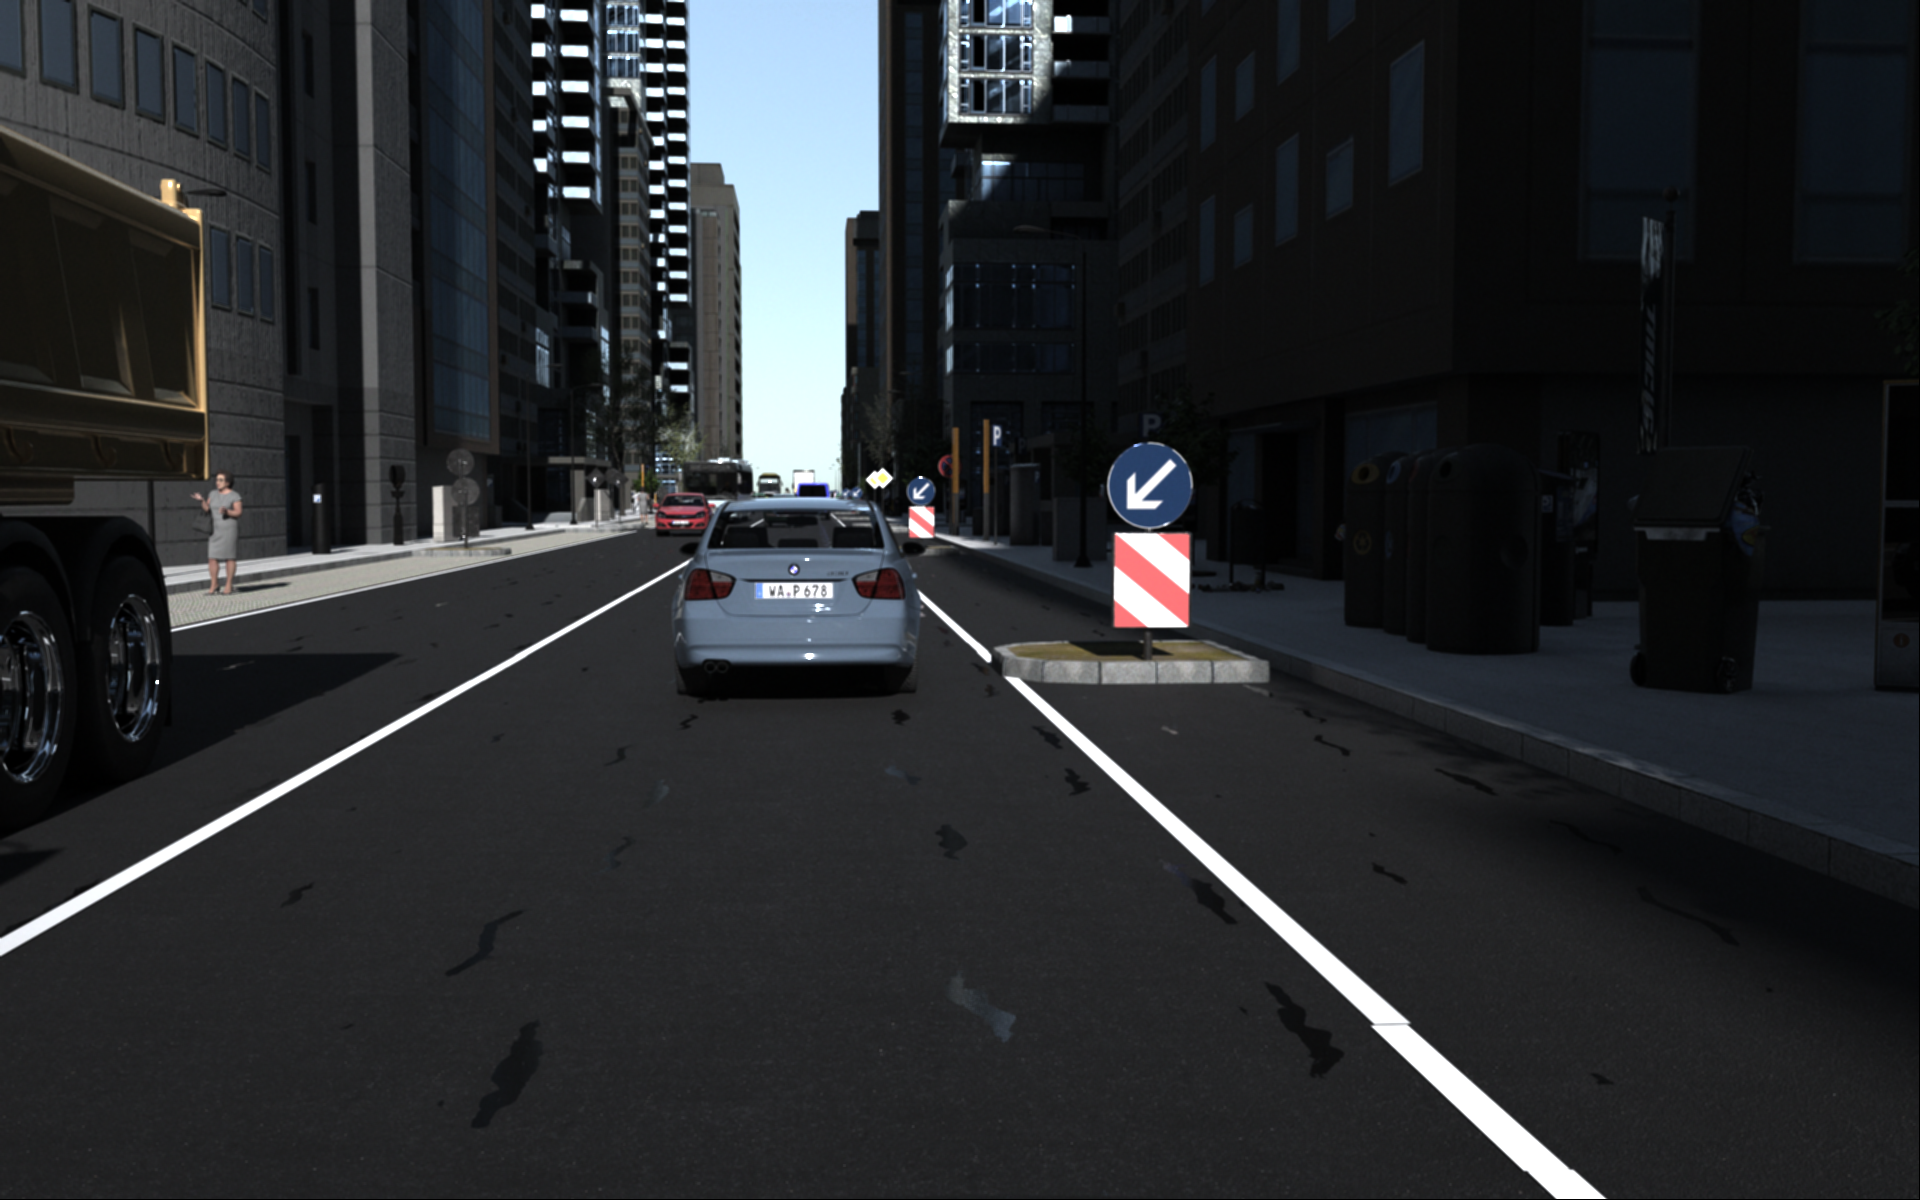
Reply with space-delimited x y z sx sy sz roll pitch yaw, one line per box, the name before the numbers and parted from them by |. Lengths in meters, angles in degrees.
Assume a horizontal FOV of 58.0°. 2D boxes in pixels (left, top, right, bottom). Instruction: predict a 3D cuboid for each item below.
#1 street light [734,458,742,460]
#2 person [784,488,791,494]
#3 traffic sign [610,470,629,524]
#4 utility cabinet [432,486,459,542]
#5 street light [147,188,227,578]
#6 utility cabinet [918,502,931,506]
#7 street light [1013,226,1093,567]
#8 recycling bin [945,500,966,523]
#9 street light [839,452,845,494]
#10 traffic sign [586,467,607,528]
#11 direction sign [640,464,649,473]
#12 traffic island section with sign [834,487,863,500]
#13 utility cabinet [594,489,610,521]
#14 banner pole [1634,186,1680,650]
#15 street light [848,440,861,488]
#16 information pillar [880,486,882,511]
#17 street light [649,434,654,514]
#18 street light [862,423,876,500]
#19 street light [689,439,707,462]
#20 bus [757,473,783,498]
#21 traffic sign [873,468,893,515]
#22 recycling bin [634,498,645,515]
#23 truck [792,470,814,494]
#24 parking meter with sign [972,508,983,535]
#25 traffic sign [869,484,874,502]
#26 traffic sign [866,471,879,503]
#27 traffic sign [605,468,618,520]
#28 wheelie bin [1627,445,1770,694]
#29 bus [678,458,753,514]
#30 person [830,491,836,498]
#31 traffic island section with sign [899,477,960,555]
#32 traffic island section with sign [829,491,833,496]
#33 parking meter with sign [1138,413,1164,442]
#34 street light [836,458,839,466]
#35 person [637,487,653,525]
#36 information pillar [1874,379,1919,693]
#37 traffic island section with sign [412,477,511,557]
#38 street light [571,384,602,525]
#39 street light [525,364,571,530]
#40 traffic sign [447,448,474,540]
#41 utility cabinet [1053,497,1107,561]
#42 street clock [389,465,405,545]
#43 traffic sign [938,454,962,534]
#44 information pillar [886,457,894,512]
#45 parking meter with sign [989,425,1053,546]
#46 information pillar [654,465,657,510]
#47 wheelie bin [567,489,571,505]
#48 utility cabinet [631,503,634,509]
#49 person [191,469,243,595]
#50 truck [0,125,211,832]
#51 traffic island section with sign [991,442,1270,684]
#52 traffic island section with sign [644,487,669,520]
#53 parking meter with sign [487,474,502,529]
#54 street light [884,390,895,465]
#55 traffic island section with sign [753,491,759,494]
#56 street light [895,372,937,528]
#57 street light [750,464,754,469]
street light | -29.756 -15.876 232.116 1.470 5.913 1.316 0 4 -5
person | -10.239 -5.774 103.089 0.511 1.800 0.466 0 4 -1
traffic sign | -14.400 -4.259 73.280 0.795 2.450 0.064 0 4 -5
utility cabinet | -13.764 -2.302 46.319 0.318 1.500 1.173 0 4 3
street light | -11.817 -3.292 26.366 1.470 5.913 1.316 0 4 -5
utility cabinet | -1.937 -5.242 94.387 0.318 1.500 1.173 -1 4 -23
street light | 1.623 -3.527 30.216 1.470 5.913 1.316 0 4 -5
recycling bin | -0.195 -3.938 76.932 0.722 1.027 0.722 1 4 23
street light | -12.156 -13.245 189.097 1.470 5.913 1.316 0 4 -5
traffic sign | -13.708 -3.773 65.325 0.795 2.450 0.064 0 4 -5
direction sign | -23.510 -8.389 129.161 0.876 3.537 0.379 2 4 32
traffic island section with sign | -5.878 -5.372 96.458 1.989 1.847 2.006 0 4 -5
utility cabinet | -16.805 -4.448 81.411 0.318 1.500 1.173 1 4 10
banner pole | 5.625 -1.467 14.007 0.401 3.779 0.863 3 5 41
street light | -9.151 -11.070 153.537 1.470 5.913 1.316 0 4 -5
information pillar | -5.365 -7.117 120.858 0.304 2.012 0.304 1 4 15
street light | -18.998 -8.374 109.450 1.470 5.913 1.316 0 4 -5
street light | -5.504 -8.609 113.297 1.470 5.913 1.316 0 4 -5
street light | -22.494 -10.807 149.241 1.470 5.913 1.316 0 4 -5
bus | -22.425 -12.984 203.833 2.896 3.916 12.252 0 4 -7
traffic sign | -2.952 -3.828 66.237 0.795 2.450 0.064 0 4 -5
recycling bin | -20.024 -5.857 108.319 0.722 1.027 0.722 -1 4 -15
truck | -18.782 -13.423 208.372 2.839 4.237 11.283 0 4 -5
parking meter with sign | 1.174 -3.494 53.387 1.738 3.016 0.543 2 4 34
traffic sign | -6.047 -7.421 121.444 0.768 2.556 0.104 0 4 -3
traffic sign | -3.644 -4.315 74.192 0.795 2.450 0.064 0 4 -5
traffic sign | -17.192 -5.235 85.700 0.768 2.556 0.104 0 4 -3
wheelie bin | 4.859 -0.215 11.430 0.693 1.594 0.980 -3 4 -38
bus | -12.110 -5.649 87.223 2.948 3.499 13.247 0 4 -3
person | -11.029 -8.739 152.326 0.756 1.711 0.436 3 5 40
traffic island section with sign | -1.081 -2.004 41.392 1.989 1.847 2.006 0 4 -5
traffic island section with sign | -8.213 -7.014 123.313 1.989 1.847 2.006 0 4 -5
parking meter with sign | 4.156 -2.451 36.328 0.543 3.016 1.738 0 4 -4
street light | -16.209 -16.119 236.090 1.470 5.913 1.316 0 4 -5
person | -14.586 -4.370 80.303 0.716 1.782 0.532 0 4 -1
information pillar | 6.156 -0.415 11.270 0.304 2.012 0.304 2 4 31
traffic island section with sign | -11.566 -1.943 40.391 1.989 1.847 2.006 0 4 -5
street light | -15.770 -6.143 72.979 1.470 5.913 1.316 0 4 -5
street light | -14.872 -5.467 61.922 1.470 5.913 1.316 0 4 -5
traffic sign | -13.936 -2.949 48.326 0.768 2.556 0.104 0 4 -1
utility cabinet | 2.310 -1.360 33.398 1.020 1.237 0.306 -1 4 -16
street clock | -14.085 -2.375 43.396 0.358 2.002 0.471 -3 5 -40
traffic sign | -0.308 -3.377 55.321 0.768 2.556 0.104 0 4 -2
information pillar | -4.417 -7.231 109.576 0.504 3.616 0.183 1 4 14
parking meter with sign | 1.632 -2.882 43.377 1.738 3.016 0.543 2 4 28
information pillar | -24.685 -9.103 140.193 0.183 3.616 0.504 -1 4 -15
wheelie bin | -22.601 -5.731 101.613 0.980 1.594 0.693 -2 4 -27
utility cabinet | -27.142 -8.228 145.682 1.020 1.237 0.306 1 4 12
person | -10.493 -0.949 24.376 0.716 1.782 0.532 0 4 8
truck | -4.981 -0.548 4.890 3.469 3.379 9.791 0 4 -6
traffic island section with sign | 1.286 -0.330 14.029 1.989 1.847 2.006 0 4 -5
traffic island section with sign | -16.385 -5.325 95.683 1.989 1.847 2.006 0 4 -5
parking meter with sign | -17.847 -4.198 64.891 1.738 3.016 0.543 3 4 36
street light | -2.523 -6.421 77.517 1.470 5.913 1.316 0 4 -5
traffic island section with sign | -32.600 -16.722 282.036 1.989 1.847 2.006 0 4 -5
street light | -1.606 -5.724 66.123 1.470 5.913 1.316 0 4 -5
street light | -32.749 -18.062 267.853 1.470 5.913 1.316 0 4 -5
